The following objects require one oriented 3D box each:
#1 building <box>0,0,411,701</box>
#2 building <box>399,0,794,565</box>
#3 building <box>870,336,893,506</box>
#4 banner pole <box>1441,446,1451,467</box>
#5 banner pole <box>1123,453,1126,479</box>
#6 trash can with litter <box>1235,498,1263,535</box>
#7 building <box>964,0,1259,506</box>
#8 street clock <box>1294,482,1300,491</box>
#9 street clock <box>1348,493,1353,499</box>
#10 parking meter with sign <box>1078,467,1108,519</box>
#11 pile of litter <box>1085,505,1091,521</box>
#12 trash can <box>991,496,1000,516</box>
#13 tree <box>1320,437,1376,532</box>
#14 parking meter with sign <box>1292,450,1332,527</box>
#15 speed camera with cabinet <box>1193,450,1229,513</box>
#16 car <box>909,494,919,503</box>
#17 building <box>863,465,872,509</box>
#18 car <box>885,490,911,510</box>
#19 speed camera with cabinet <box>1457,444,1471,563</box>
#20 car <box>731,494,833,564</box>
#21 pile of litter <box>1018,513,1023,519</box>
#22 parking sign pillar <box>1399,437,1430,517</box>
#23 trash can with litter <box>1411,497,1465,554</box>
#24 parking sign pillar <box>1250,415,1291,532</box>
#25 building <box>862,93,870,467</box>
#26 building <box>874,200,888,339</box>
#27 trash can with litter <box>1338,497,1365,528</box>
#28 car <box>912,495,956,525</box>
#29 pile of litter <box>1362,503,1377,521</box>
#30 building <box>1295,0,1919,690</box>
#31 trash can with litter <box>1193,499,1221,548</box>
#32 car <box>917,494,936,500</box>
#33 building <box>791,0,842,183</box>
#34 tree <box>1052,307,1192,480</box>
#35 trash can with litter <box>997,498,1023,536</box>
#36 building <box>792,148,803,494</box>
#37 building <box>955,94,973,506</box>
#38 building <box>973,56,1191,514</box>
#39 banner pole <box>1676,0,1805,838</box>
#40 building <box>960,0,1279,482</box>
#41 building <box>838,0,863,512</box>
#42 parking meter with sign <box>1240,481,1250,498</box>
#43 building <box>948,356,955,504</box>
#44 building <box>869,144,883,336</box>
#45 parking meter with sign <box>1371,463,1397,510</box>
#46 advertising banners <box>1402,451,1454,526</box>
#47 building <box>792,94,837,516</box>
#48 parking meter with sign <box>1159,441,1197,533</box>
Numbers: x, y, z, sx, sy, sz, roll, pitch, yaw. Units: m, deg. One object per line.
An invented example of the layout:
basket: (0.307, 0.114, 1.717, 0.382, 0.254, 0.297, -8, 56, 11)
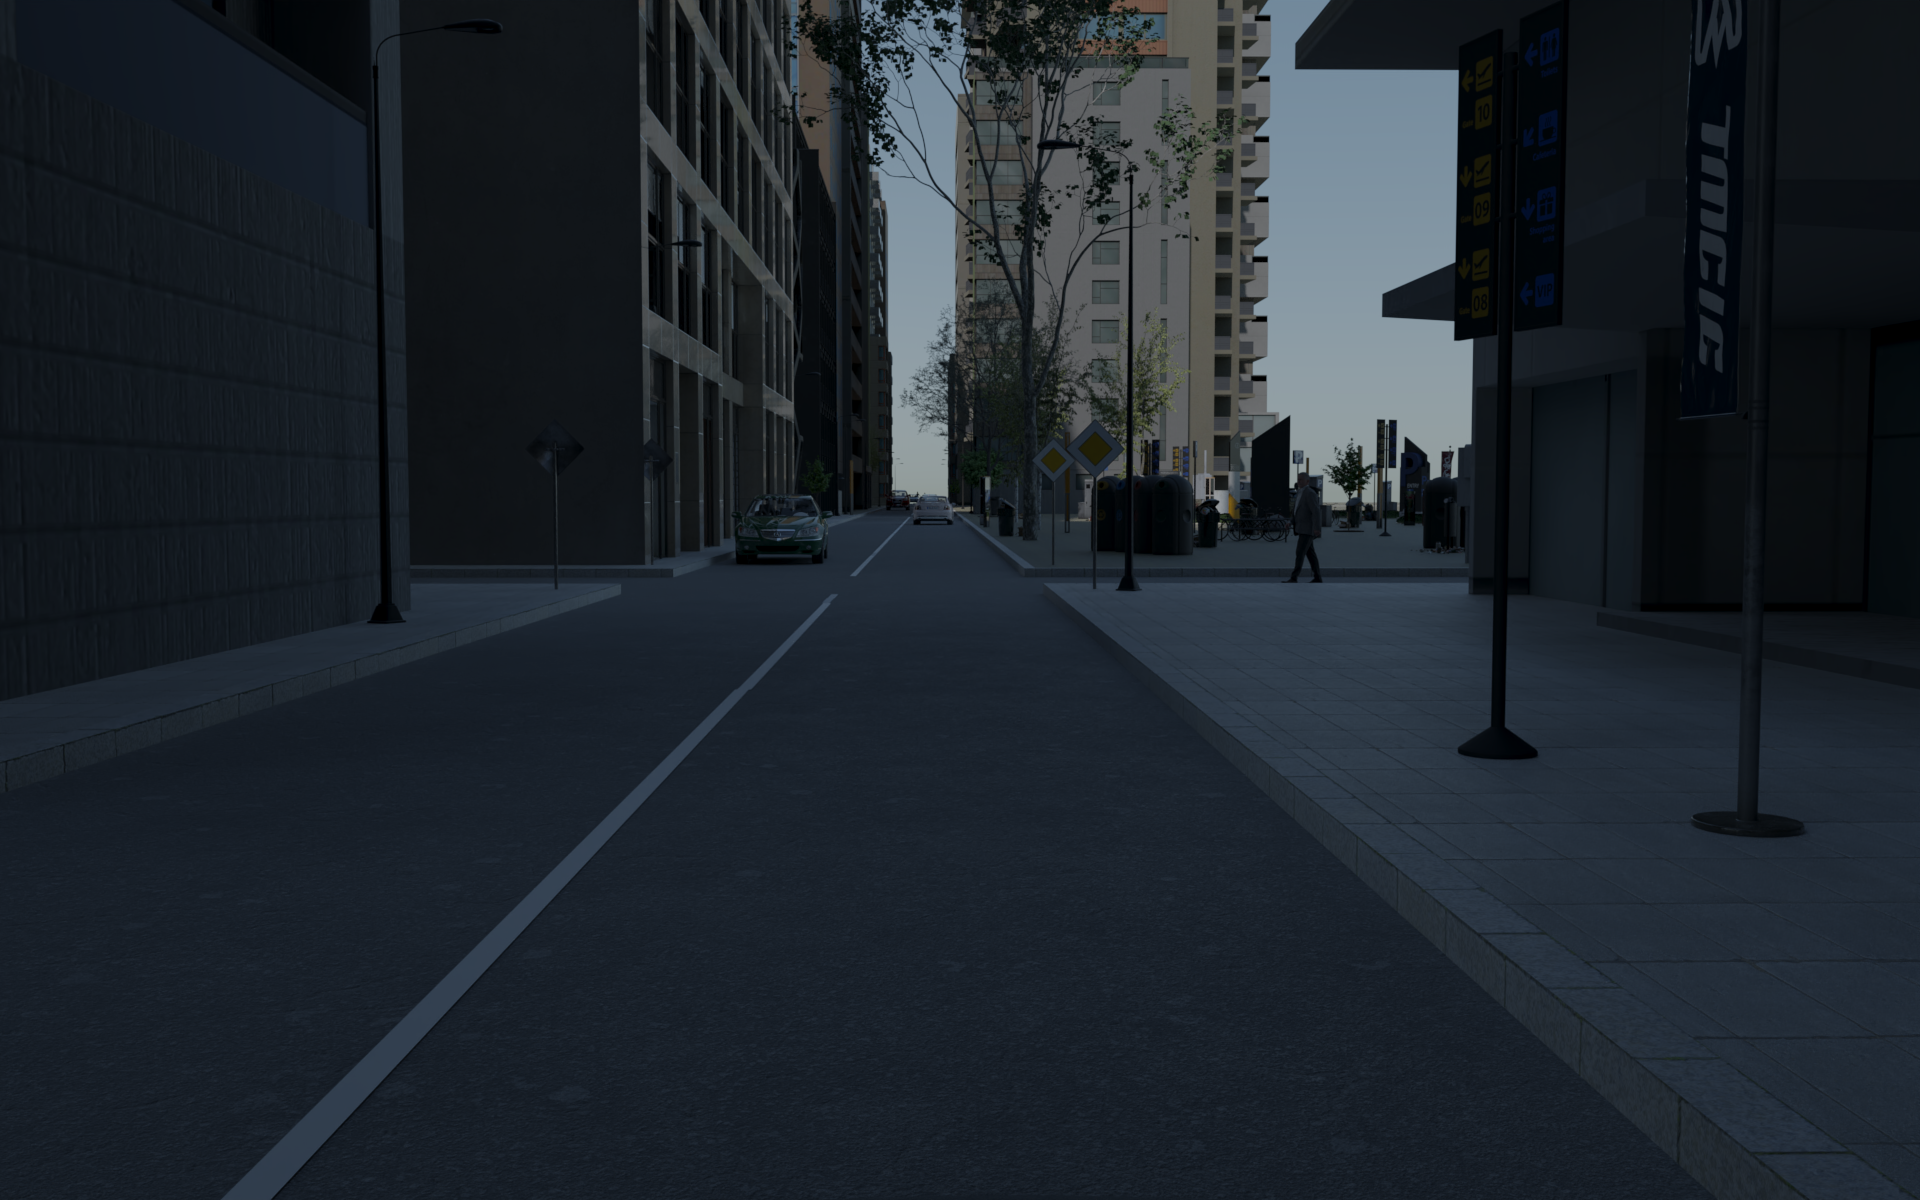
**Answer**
building: (-19.996, -28.786, 12.653, 28.212, 58.520, 21.231, 0, 4, -1)
building: (-15.564, -14.850, 47.312, 19.350, 26.468, 34.151, 0, 4, -1)
building: (-22.078, -21.967, 204.206, 27.650, 21.520, 28.899, 0, 4, -1)
banner pole: (25.186, -6.096, 89.692, 0.401, 3.779, 0.863, -2, 4, -28)
banner pole: (9.198, -6.508, 96.425, 0.401, 3.779, 0.863, 1, 4, 21)
trash can with litter: (9.117, -2.624, 54.289, 0.624, 1.170, 1.055, 3, 4, 39)
building: (11.503, -29.649, 139.382, 22.147, 44.769, 28.867, 0, 4, -1)
street clock: (20.758, -6.237, 106.548, 0.358, 2.002, 0.471, 3, 5, 43)
street clock: (22.975, -5.958, 101.982, 0.358, 2.002, 0.471, 3, 5, 42)
parking meter with sign: (6.766, -5.656, 88.742, 0.543, 3.016, 1.738, -3, 5, -41)
pile of litter: (6.678, -4.234, 83.198, 1.176, 0.858, 1.719, -1, 4, -17)
trash can: (2.006, -5.595, 103.124, 0.748, 1.137, 0.748, 0, 3, 0)
tree: (13.284, -3.911, 58.544, 1.663, 3.219, 1.824, 0, 3, 0)
parking meter with sign: (13.917, -4.401, 68.221, 0.543, 3.016, 1.738, -3, 4, -36)
speed camera with cabinet: (11.498, -5.171, 78.884, 2.038, 3.252, 0.660, -3, 5, -39)
car: (-7.118, -15.209, 260.668, 2.014, 1.417, 4.499, 0, 4, -2)
building: (-18.250, -43.681, 152.443, 20.563, 71.187, 20.611, 0, 4, -1)
car: (-5.466, -8.835, 153.117, 2.281, 1.827, 5.304, 0, 4, 0)
speed camera with cabinet: (10.145, -2.279, 31.592, 2.038, 3.252, 0.660, 3, 5, 43)
car: (-3.784, -1.551, 37.163, 2.131, 1.459, 4.920, 0, 4, -3)
pile of litter: (3.343, -4.605, 89.255, 1.719, 0.858, 1.176, -2, 4, -34)
parking sign pillar: (21.107, -5.636, 80.614, 1.447, 3.967, 1.447, -2, 4, -34)
trash can with litter: (10.605, -1.653, 38.083, 1.678, 1.210, 2.233, 2, 4, 26)
parking sign pillar: (10.579, -4.320, 59.102, 1.447, 3.967, 1.447, 0, 4, 3)
building: (-16.172, -29.831, 171.330, 14.154, 41.232, 14.086, 0, 4, -1)
building: (-17.694, -37.086, 256.467, 14.600, 45.320, 14.200, 0, 4, -1)
trash can with litter: (14.690, -3.282, 65.044, 0.624, 1.170, 1.055, 3, 5, 45)
car: (-1.245, -4.253, 81.891, 2.083, 1.381, 4.827, 0, 4, 0)
pile of litter: (19.349, -4.201, 82.650, 1.719, 0.858, 1.176, 0, 4, 0)
building: (17.811, -25.651, 8.636, 28.713, 52.752, 27.495, 0, 4, -1)
trash can with litter: (5.777, -1.851, 41.651, 0.624, 1.170, 1.055, -2, 4, -30)
car: (-2.415, -7.848, 138.101, 2.009, 1.686, 4.222, 0, 4, -1)
building: (-15.016, -28.327, 113.253, 14.600, 45.320, 14.200, 0, 4, -1)
tree: (6.846, -7.176, 67.692, 4.737, 8.622, 4.395, 0, 3, 0)
trash can with litter: (1.650, -2.521, 52.611, 1.055, 1.170, 0.624, 1, 4, 8)
building: (-15.203, -12.588, 73.272, 16.820, 18.784, 16.811, 0, 4, -1)
building: (10.228, -35.330, 201.353, 21.300, 48.544, 21.600, 0, 4, -1)
building: (7.853, -21.199, 118.310, 14.160, 30.474, 14.107, 0, 4, -1)
banner pole: (3.012, -1.025, 6.771, 0.401, 3.779, 0.863, 0, 4, -3)
building: (14.621, -35.417, 168.307, 28.713, 52.752, 27.495, 0, 4, -1)
building: (-18.505, -31.068, 131.661, 21.300, 48.544, 21.600, 0, 4, -1)
parking meter with sign: (17.139, -6.564, 103.580, 1.738, 3.016, 0.543, -2, 4, -29)
building: (12.325, -23.401, 227.641, 27.650, 21.520, 28.899, 0, 4, -1)
building: (-21.742, -37.516, 232.997, 23.786, 49.044, 30.456, 0, 4, -1)
parking meter with sign: (24.043, -6.223, 98.012, 0.543, 3.016, 1.738, -2, 4, -30)
advertising banners: (18.998, -4.532, 70.293, 2.074, 3.025, 0.090, 0, 4, 2)
building: (-13.363, -16.230, 95.040, 12.332, 23.373, 15.834, 0, 4, -1)
parking meter with sign: (6.888, -3.709, 56.904, 1.738, 3.016, 0.543, 1, 4, 14)
